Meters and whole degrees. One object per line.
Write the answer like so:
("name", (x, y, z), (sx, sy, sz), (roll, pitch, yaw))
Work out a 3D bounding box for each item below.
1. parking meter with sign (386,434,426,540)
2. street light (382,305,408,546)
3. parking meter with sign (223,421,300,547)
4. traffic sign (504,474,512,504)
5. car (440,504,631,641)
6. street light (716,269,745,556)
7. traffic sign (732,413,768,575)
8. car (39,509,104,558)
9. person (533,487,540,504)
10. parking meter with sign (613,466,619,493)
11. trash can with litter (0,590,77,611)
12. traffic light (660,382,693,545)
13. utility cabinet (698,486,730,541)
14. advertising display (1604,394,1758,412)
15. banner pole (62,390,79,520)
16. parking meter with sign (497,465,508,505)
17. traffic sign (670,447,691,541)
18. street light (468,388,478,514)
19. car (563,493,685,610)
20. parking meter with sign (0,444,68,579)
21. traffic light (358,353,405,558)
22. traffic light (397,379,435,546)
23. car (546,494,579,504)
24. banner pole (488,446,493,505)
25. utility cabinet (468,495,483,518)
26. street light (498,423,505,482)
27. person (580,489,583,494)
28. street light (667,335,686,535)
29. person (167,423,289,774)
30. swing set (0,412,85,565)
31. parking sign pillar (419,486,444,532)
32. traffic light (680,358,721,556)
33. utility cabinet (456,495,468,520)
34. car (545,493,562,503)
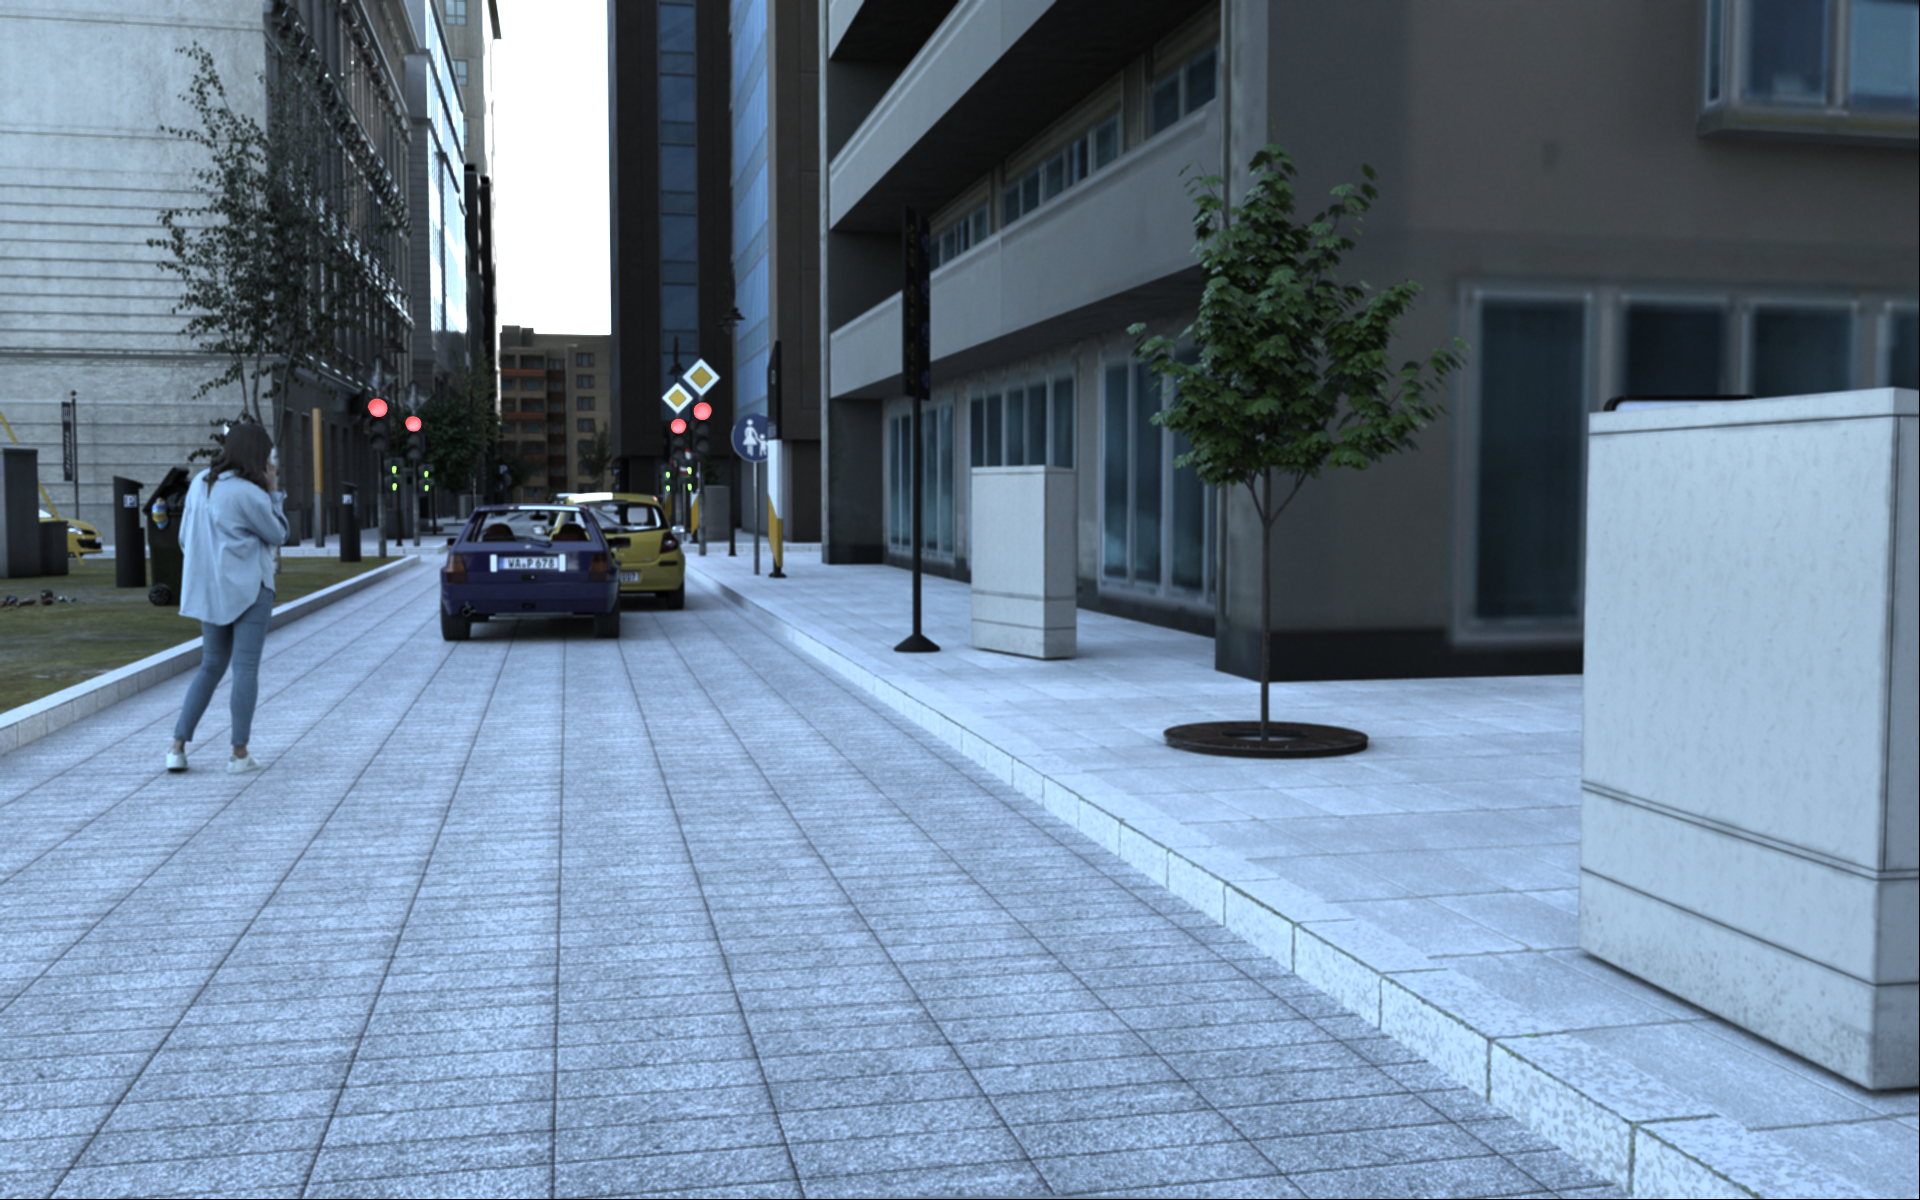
("parking meter with sign", (-15.901, -3.254, 49.468), (0.543, 3.016, 1.738), (1, 4, 11))
("street light", (-13.799, -4.261, 42.452), (0.468, 5.910, 1.993), (-1, 4, -13))
("parking meter with sign", (-16.851, -2.791, 41.891), (0.543, 3.016, 1.738), (2, 4, 32))
("traffic sign", (-29.075, -6.782, 110.993), (0.768, 2.556, 0.104), (-1, 4, -11))
("car", (-4.486, -0.356, 18.403), (1.945, 1.354, 3.894), (-1, 4, -11))
("street light", (-4.715, -3.848, 35.704), (0.468, 5.910, 1.993), (-1, 4, -13))
("traffic sign", (-3.223, -1.671, 27.425), (0.768, 2.556, 0.104), (0, 4, -7))
("car", (-20.295, -1.610, 36.549), (3.980, 1.641, 2.015), (-1, 4, -11))
("person", (-23.748, -5.428, 97.258), (0.388, 1.821, 0.555), (0, 4, -8))
("parking meter with sign", (-21.302, -6.816, 107.709), (0.543, 3.016, 1.738), (-1, 4, -12))
("trash can with litter", (-10.972, -0.541, 19.897), (1.678, 1.210, 2.233), (1, 4, 17))
("traffic light", (-7.134, -3.351, 43.717), (0.839, 4.253, 0.868), (-1, 4, -13))
("utility cabinet", (-6.657, -2.319, 46.600), (0.318, 1.500, 1.173), (2, 4, 30))
("advertising display", (4.706, -0.374, 11.335), (0.974, 1.923, 0.123), (0, 4, 3))
("banner pole", (-21.383, -3.159, 41.674), (0.401, 3.779, 0.863), (0, 4, -3))
("parking meter with sign", (-27.605, -6.614, 104.396), (0.543, 3.016, 1.738), (-1, 4, -22))
("traffic sign", (-7.499, -2.878, 47.162), (0.768, 2.556, 0.104), (0, 4, -7))
("street light", (-21.280, -6.286, 75.558), (0.468, 5.910, 1.993), (-1, 4, -13))
("car", (-4.577, -0.763, 22.699), (2.015, 1.641, 3.980), (-1, 4, -13))
("parking meter with sign", (-14.485, -1.849, 26.499), (0.543, 3.016, 1.738), (1, 4, 15))
("traffic light", (-11.528, -2.789, 34.526), (0.839, 4.253, 0.868), (-1, 4, -13))
("traffic light", (-13.287, -3.266, 42.316), (0.839, 4.253, 0.868), (-1, 4, -13))
("car", (-18.018, -4.167, 79.925), (2.131, 1.459, 4.920), (-1, 4, -11))
("banner pole", (-24.710, -6.188, 91.187), (0.401, 3.779, 0.863), (-2, 4, -30))
("utility cabinet", (-25.726, -4.916, 91.531), (1.020, 1.237, 0.306), (1, 4, 12))
("street light", (-28.680, -8.296, 108.421), (0.468, 5.910, 1.993), (-1, 4, -13))
("person", (-29.770, -7.813, 136.174), (0.705, 1.831, 1.348), (-1, 4, -21))
("street light", (-8.255, -4.751, 50.468), (0.468, 5.910, 1.993), (-1, 4, -13))
("person", (-3.783, -0.008, 8.903), (0.793, 1.790, 0.793), (-1, 4, -10))
("swing set", (-17.837, -2.073, 31.517), (2.862, 2.851, 3.119), (-3, 4, -37))
("parking sign pillar", (-18.308, -4.299, 58.769), (1.447, 3.967, 1.447), (-1, 4, -21))
("traffic light", (-5.375, -2.875, 35.927), (0.839, 4.253, 0.868), (-1, 4, -13))
("utility cabinet", (-25.195, -4.662, 87.386), (0.306, 1.237, 1.020), (-2, 4, -26))
("car", (-34.233, -8.472, 147.555), (2.155, 1.783, 4.494), (-1, 4, -14))
